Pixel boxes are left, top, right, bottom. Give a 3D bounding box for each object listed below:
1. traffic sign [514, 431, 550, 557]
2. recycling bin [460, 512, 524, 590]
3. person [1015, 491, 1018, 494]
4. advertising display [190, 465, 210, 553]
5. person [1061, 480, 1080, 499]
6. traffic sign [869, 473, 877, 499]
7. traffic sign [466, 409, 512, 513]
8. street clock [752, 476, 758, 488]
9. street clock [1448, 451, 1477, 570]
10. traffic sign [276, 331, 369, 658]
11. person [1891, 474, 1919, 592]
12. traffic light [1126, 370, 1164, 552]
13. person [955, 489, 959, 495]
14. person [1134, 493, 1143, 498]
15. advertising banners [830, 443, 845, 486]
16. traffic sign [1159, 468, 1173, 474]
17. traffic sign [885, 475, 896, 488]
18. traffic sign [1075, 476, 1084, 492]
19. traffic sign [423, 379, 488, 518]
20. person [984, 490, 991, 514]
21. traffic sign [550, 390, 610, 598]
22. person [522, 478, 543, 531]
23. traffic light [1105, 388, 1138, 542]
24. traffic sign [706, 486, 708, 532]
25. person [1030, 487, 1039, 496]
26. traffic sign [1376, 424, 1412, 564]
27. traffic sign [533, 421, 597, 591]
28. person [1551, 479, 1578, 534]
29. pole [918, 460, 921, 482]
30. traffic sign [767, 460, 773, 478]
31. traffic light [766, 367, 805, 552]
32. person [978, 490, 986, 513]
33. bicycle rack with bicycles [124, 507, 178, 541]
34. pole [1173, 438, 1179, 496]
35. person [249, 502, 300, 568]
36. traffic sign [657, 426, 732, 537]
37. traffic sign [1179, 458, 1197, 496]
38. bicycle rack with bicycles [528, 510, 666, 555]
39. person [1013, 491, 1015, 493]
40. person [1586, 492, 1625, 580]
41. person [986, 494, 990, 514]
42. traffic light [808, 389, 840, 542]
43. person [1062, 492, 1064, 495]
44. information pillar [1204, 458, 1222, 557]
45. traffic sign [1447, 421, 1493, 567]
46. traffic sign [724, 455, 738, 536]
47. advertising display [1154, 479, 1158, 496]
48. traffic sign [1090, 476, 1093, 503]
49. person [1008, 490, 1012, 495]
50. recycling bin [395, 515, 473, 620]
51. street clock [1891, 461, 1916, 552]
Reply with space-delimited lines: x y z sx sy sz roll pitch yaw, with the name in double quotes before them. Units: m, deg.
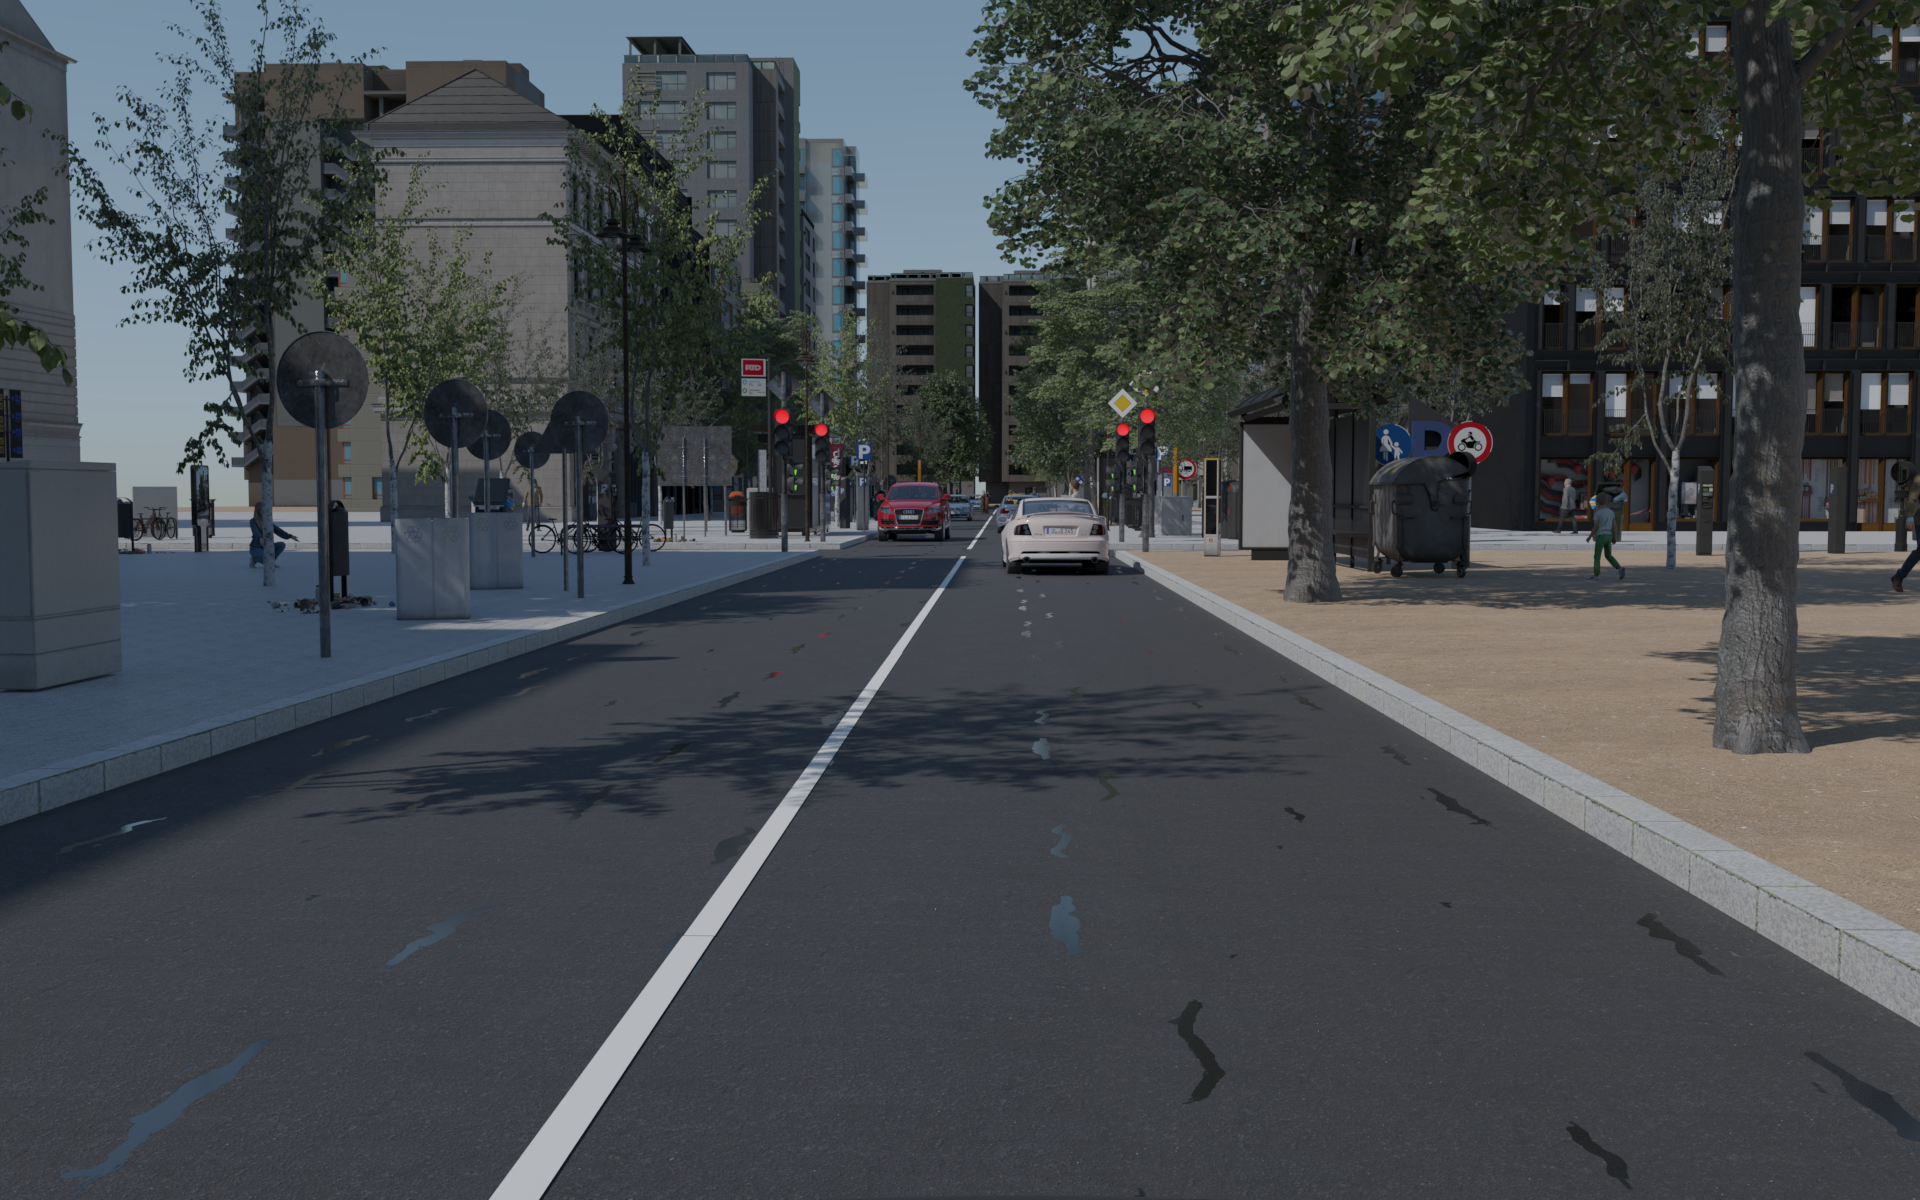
"traffic sign" -8.695 -2.147 35.214 0.768 2.556 0.104 0 4 5
"recycling bin" -6.389 -0.675 23.593 0.722 1.027 0.722 -2 4 -28
"person" 5.694 -10.250 176.531 0.568 1.767 0.683 -1 4 -20
"advertising display" -16.834 -2.029 38.391 0.123 1.923 0.974 0 4 -8
"person" 2.482 -1.818 38.790 0.524 1.755 0.480 1 4 16
"traffic sign" -5.180 -6.160 100.817 0.768 2.556 0.104 1 4 11
"traffic sign" -7.084 -1.580 25.944 0.768 2.556 0.104 1 4 8
"street clock" -8.123 -3.960 69.317 0.358 2.002 0.471 -3 4 -36
"street clock" 8.483 -1.517 29.371 0.358 2.002 0.471 -3 5 -42
"traffic sign" -4.988 -0.822 13.541 0.768 2.556 0.104 1 4 8
"person" 12.554 -1.011 22.490 0.836 1.842 0.656 3 5 44
"traffic light" 4.082 -3.011 38.153 0.839 4.253 0.868 0 4 2
"person" -0.382 -11.383 192.112 0.705 1.831 1.348 1 4 23
"person" 14.743 -8.310 141.991 1.350 1.814 0.705 3 5 44
"advertising banners" -5.011 -3.888 59.753 2.074 3.025 0.090 -1 4 -8
"traffic sign" 10.100 -5.186 84.904 0.768 2.556 0.104 0 4 7
"traffic sign" -4.586 -6.995 114.468 0.768 2.556 0.104 0 4 8
"traffic sign" 8.230 -7.360 120.442 0.768 2.556 0.104 1 4 8
"traffic sign" -5.584 -1.166 19.165 0.768 2.556 0.104 1 4 11
"person" 2.033 -7.207 127.257 0.530 1.710 0.541 1 4 11
"traffic sign" -4.684 -1.297 21.315 0.768 2.556 0.104 1 4 10
"person" -14.770 -3.296 59.839 0.656 1.842 0.836 -3 5 -45
"traffic light" 4.301 -3.499 46.135 0.839 4.253 0.868 0 4 2
"traffic sign" -8.609 -3.585 58.720 0.768 2.556 0.104 1 4 10
"person" 3.740 -4.811 87.506 0.623 1.781 0.721 -2 4 -25
"traffic sign" 7.843 -1.927 31.608 0.768 2.556 0.104 0 4 2
"traffic sign" -5.220 -1.400 22.890 0.884 2.594 0.081 1 4 9
"person" 19.556 -3.025 55.893 0.834 1.777 0.661 3 5 42
"pole" -2.424 -6.722 103.751 0.158 3.312 0.155 0 3 0
"traffic sign" -6.617 -3.726 60.649 0.795 2.593 0.064 0 4 6
"traffic light" -3.877 -3.023 38.354 0.839 4.253 0.868 0 4 2
"person" 1.665 -7.326 129.008 0.721 1.736 1.217 2 4 27
"bicycle rack with bicycles" -23.134 -2.155 48.615 2.852 0.926 2.925 1 4 17
"pole" 7.171 -3.893 57.498 0.158 3.312 0.155 0 3 0
"person" -12.015 -1.143 30.231 0.738 1.151 1.012 2 4 30
"traffic sign" -7.953 -3.546 51.848 2.265 3.308 0.079 0 4 5
"traffic sign" 8.000 -3.747 61.362 0.768 2.556 0.104 0 4 8
"bicycle rack with bicycles" -7.819 -1.466 37.356 2.925 0.926 2.852 -1 4 -9
"person" 6.181 -11.591 198.548 0.617 1.759 0.750 0 4 4
"person" 9.624 -0.948 25.795 0.306 1.304 0.590 -3 4 -38
"person" 2.018 -7.005 126.298 0.557 1.426 1.065 -1 4 -10
"traffic light" -3.658 -3.512 46.337 0.839 4.253 0.868 0 4 2
"person" 10.492 -10.146 172.865 0.756 1.711 0.436 -3 4 -36
"information pillar" 5.184 -1.898 35.527 0.304 2.012 0.304 1 4 20
"traffic sign" 8.888 -1.844 30.259 0.768 2.556 0.104 0 4 7
"traffic sign" -7.249 -3.269 53.559 0.768 2.556 0.104 1 4 9
"advertising display" 8.660 -4.357 76.449 0.123 1.923 0.974 1 4 10
"traffic sign" 9.066 -7.313 119.670 0.768 2.556 0.104 0 4 5
"person" 3.931 -7.435 130.781 0.721 1.743 1.217 0 4 3
"recycling bin" -5.471 -0.332 17.977 0.722 1.027 0.722 -1 4 -17
"street clock" 20.911 -2.071 38.435 0.358 2.002 0.471 -2 4 -23
